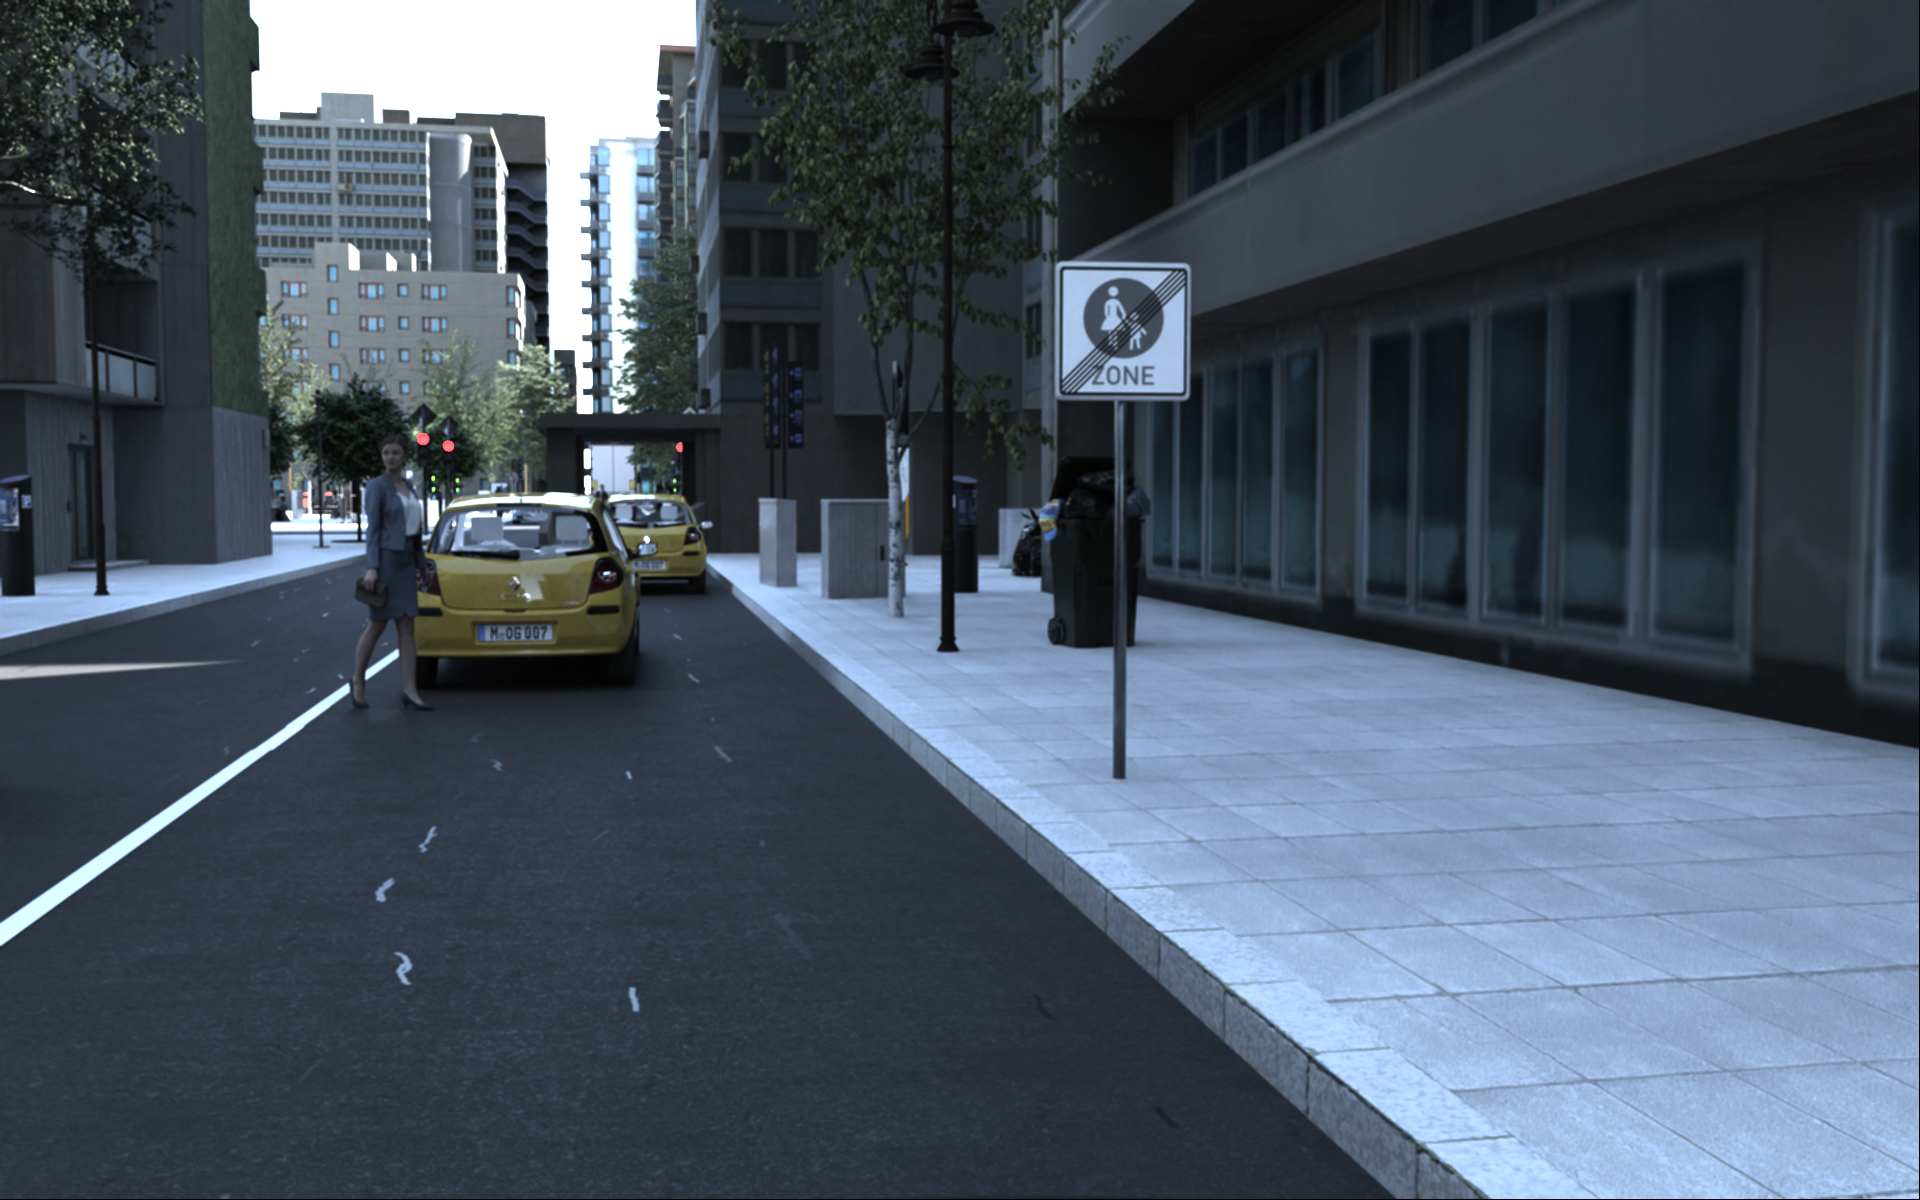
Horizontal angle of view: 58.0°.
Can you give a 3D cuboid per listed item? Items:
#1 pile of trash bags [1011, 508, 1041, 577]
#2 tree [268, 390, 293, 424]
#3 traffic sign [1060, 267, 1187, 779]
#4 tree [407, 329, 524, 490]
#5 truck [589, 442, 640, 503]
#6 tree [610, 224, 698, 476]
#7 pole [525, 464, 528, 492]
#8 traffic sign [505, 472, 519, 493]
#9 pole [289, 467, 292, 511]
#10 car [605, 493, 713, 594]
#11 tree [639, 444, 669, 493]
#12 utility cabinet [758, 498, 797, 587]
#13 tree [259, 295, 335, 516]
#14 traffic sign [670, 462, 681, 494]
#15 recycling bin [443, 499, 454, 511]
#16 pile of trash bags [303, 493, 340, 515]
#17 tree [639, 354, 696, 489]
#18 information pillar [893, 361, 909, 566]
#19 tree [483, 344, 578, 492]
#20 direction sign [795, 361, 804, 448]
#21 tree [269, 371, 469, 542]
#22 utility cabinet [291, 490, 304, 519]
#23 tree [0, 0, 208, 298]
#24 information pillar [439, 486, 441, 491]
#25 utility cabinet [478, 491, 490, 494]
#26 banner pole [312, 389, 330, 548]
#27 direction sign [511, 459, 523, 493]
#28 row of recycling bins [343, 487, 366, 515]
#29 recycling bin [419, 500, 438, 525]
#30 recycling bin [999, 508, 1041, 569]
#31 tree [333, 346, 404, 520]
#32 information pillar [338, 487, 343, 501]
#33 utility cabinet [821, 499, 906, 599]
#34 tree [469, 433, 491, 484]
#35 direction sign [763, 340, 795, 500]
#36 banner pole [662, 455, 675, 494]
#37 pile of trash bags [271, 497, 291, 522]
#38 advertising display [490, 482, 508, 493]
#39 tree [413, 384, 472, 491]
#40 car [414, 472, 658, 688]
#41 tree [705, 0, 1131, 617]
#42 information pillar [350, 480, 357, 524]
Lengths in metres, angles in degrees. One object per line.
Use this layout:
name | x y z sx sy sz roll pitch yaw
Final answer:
pile of trash bags | 2.631 -1.068 27.207 3.447 1.369 1.912 -1 4 -21
tree | -47.016 -10.224 117.525 4.360 8.622 3.978 0 3 0
traffic sign | 0.718 -0.343 7.746 0.606 2.300 0.079 0 4 -7
tree | -23.024 -7.823 78.276 4.737 8.622 4.395 0 3 0
truck | -19.296 -6.597 96.776 2.839 4.237 11.283 -1 4 -11
tree | -10.877 -9.487 73.245 7.486 12.596 7.792 0 3 0
pole | -29.326 -7.544 117.193 0.158 3.312 0.155 0 3 0
traffic sign | -25.290 -5.974 97.776 0.768 2.556 0.104 0 4 -5
pole | -50.343 -8.347 130.322 0.158 3.312 0.155 0 3 0
car | -4.737 -0.978 26.210 2.015 1.641 3.980 -1 4 -10
tree | -19.625 -10.088 115.297 4.737 8.622 4.395 0 3 0
utility cabinet | -2.556 -0.807 24.350 0.306 1.237 1.020 -1 4 -21
tree | -25.513 -6.872 62.724 4.737 8.622 4.395 0 3 0
traffic sign | -10.900 -4.127 67.589 0.768 2.556 0.104 0 4 -8
recycling bin | -25.523 -4.542 86.821 0.722 1.027 0.722 -2 4 -23
pile of trash bags | -39.877 -5.974 107.434 1.912 1.369 3.447 0 4 4
tree | -13.883 -8.284 85.812 4.360 8.622 3.978 0 3 0
information pillar | -1.059 -2.418 30.887 0.183 3.616 0.504 2 4 25
tree | -32.158 -13.014 130.913 7.486 12.596 7.792 0 3 0
direction sign | -3.008 -2.308 29.726 0.876 3.537 0.379 3 4 37
tree | -16.209 -3.841 46.509 4.285 4.588 4.351 0 3 0
utility cabinet | -33.963 -4.901 88.809 0.318 1.500 1.173 0 4 -7
tree | -10.293 -4.925 14.943 7.601 10.594 8.767 -1 4 -20
information pillar | -26.872 -5.172 89.047 0.304 2.012 0.304 -2 4 -26
utility cabinet | -31.686 -6.564 115.999 1.173 1.500 0.318 2 4 28
banner pole | -15.205 -3.129 41.179 0.401 3.779 0.863 -2 4 -25
direction sign | -29.063 -7.441 113.665 0.379 3.537 0.876 3 4 37
row of recycling bins | -37.542 -6.240 109.140 1.069 1.692 3.534 1 4 16
recycling bin | -21.899 -3.575 71.013 0.722 1.027 0.722 2 4 31
recycling bin | 1.098 -1.072 30.075 0.722 1.027 0.722 -1 4 -12
tree | -29.858 -8.326 86.490 4.360 8.622 3.978 0 3 0
information pillar | -45.139 -7.442 126.162 0.304 2.012 0.304 0 4 -7
utility cabinet | -1.193 -0.629 21.454 1.020 1.237 0.306 -2 4 -25
tree | -20.266 -5.157 68.032 4.285 4.588 4.351 0 3 0
direction sign | -2.820 -2.078 25.971 0.379 3.537 0.876 -1 4 -20
banner pole | -18.178 -7.252 108.582 0.863 3.779 0.401 2 4 31
pile of trash bags | -32.663 -4.312 80.258 3.447 1.369 1.912 2 4 32
advertising display | -25.234 -5.483 94.863 0.974 1.923 0.123 -2 4 -27
tree | -34.390 -10.112 115.691 4.360 8.622 3.978 0 3 0
car | -3.522 -0.251 14.322 2.015 1.641 3.980 -1 4 -10
tree | -0.603 -4.112 17.602 4.737 8.622 4.395 0 3 0
information pillar | -26.066 -4.284 74.543 0.304 2.012 0.304 -1 4 -23
